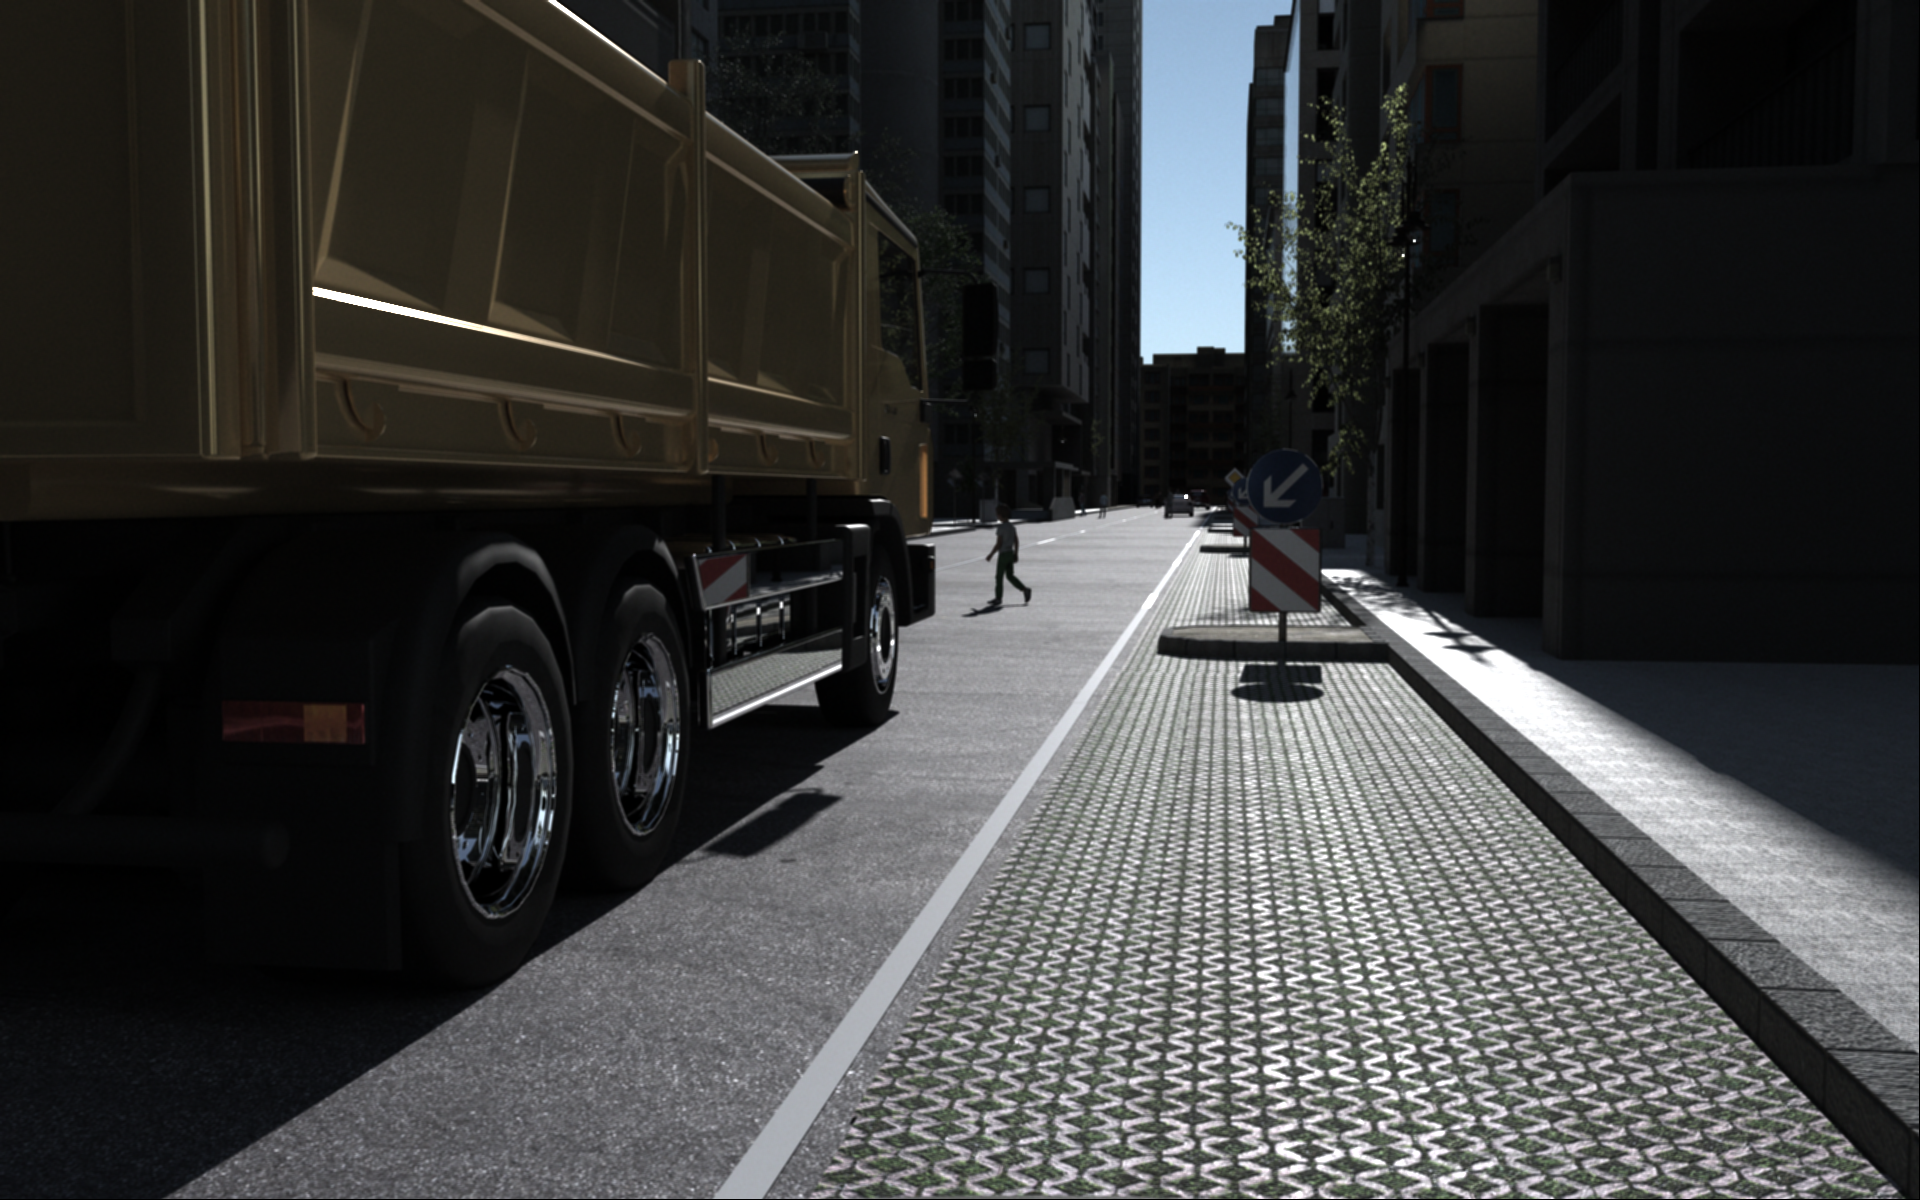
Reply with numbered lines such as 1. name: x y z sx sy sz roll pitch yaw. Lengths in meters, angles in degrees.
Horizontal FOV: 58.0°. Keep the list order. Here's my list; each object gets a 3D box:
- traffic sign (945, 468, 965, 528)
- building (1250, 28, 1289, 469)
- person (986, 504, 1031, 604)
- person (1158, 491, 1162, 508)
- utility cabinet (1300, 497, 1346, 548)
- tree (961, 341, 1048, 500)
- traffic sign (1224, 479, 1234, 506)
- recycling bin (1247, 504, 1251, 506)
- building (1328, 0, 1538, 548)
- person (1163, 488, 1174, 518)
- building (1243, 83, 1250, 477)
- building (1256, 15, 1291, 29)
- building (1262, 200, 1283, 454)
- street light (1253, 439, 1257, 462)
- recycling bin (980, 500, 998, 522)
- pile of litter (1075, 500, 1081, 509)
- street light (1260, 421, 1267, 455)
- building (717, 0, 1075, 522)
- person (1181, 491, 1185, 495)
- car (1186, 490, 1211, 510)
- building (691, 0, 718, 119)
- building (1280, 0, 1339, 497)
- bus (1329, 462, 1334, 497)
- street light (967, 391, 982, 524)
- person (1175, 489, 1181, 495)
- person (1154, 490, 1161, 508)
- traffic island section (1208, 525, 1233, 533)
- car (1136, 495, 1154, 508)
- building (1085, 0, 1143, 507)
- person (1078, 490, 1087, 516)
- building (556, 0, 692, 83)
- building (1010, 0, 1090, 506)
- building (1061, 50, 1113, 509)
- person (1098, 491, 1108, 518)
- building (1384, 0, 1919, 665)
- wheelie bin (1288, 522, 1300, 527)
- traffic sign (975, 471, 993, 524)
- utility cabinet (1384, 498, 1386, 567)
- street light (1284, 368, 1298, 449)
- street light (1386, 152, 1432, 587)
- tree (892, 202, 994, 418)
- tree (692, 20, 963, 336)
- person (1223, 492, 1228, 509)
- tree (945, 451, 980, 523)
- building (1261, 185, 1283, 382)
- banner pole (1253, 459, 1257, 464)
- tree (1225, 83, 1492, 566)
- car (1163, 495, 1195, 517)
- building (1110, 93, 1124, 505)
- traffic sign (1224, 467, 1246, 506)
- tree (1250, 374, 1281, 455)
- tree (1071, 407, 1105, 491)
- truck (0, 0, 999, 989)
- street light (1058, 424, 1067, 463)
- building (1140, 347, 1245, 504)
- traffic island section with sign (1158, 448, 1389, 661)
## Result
1. traffic sign: -0.198 -3.837 66.375 0.795 2.450 0.064 1 4 9
2. building: 33.247 -28.850 155.296 14.154 41.232 14.086 1 4 9
3. person: 0.636 -0.602 22.590 0.590 1.304 0.306 1 4 19
4. person: 20.878 -10.570 182.124 0.742 1.727 0.445 2 4 32
5. utility cabinet: 8.592 -1.827 41.034 1.020 1.237 0.306 0 4 1
6. tree: 1.953 -8.046 81.919 4.737 8.622 4.395 0 3 0
7. traffic sign: 11.478 -4.221 72.655 0.795 2.450 0.064 1 4 9
8. recycling bin: 23.146 -7.641 137.483 0.722 1.027 0.722 2 4 25
9. building: 25.095 -12.368 47.255 27.650 21.520 28.899 1 4 9
10. person: 12.417 -5.774 103.110 0.583 1.804 0.606 2 4 32
11. building: 42.966 -34.918 194.610 21.300 48.544 21.600 1 4 9
12. building: 39.867 -33.540 172.080 21.300 48.544 21.600 1 4 9
13. building: 24.671 -16.082 112.088 9.793 20.994 18.267 1 4 9
14. street light: 24.917 -10.608 146.234 0.468 5.910 1.993 1 4 9
15. recycling bin: 1.305 -4.063 78.983 0.722 1.027 0.722 -1 4 -10
16. pile of litter: 9.910 -8.172 147.577 1.176 0.858 1.719 2 4 29
17. street light: 18.787 -8.217 107.131 0.468 5.910 1.993 1 4 9
18. building: -10.089 -24.829 97.831 32.217 40.220 23.993 1 4 9
19. person: 24.790 -11.222 191.988 0.705 1.823 1.348 3 5 44
20. car: 21.697 -9.105 157.537 2.281 1.827 5.304 1 4 10
21. building: -16.282 -23.026 60.073 14.086 41.232 14.154 1 4 9
22. building: 32.217 -16.759 78.533 34.151 26.468 19.350 1 4 9
23. bus: 21.167 -4.428 67.262 13.247 3.499 2.948 0 4 7
24. street light: 0.597 -6.223 74.526 0.468 5.910 1.993 1 4 9
25. person: 17.328 -7.940 138.192 0.514 1.842 0.818 -3 5 -41
26. person: 19.692 -10.053 172.879 0.705 1.823 1.348 -1 4 -23
27. traffic island section: 10.297 -2.603 64.835 2.009 0.180 2.903 1 4 9
28. car: 19.575 -10.449 183.425 1.945 1.354 3.894 0 4 7
29. building: 11.708 -47.477 214.493 20.611 71.187 20.563 1 4 9
30. person: 7.897 -6.259 111.672 0.643 1.720 0.563 0 4 -7
31. building: -17.329 -24.485 24.024 21.300 48.544 21.600 1 4 9
32. building: -4.432 -33.114 130.657 28.713 52.752 27.495 1 4 9
33. building: 6.252 -28.901 156.128 14.154 41.232 14.086 1 4 9
34. person: 8.629 -5.745 104.236 0.589 1.601 0.330 -1 4 -14
35. building: 15.407 -35.223 14.142 20.563 71.187 20.611 1 4 9
36. wheelie bin: 11.431 -3.086 58.364 0.980 1.594 0.693 0 4 -7
37. traffic sign: 1.008 -4.320 74.269 0.795 2.450 0.064 1 4 9
38. utility cabinet: 7.802 -1.149 29.947 0.306 1.237 1.020 -2 4 -30
39. street light: 12.128 -5.557 63.644 0.468 5.910 1.993 1 4 9
40. street light: 6.140 -3.123 23.855 0.468 5.910 1.993 1 4 9
41. tree: -2.407 -8.126 58.619 9.928 11.665 9.643 0 3 0
42. tree: -5.015 -8.235 45.017 12.009 13.543 11.850 0 3 0
43. person: 25.626 -9.617 167.212 0.415 1.643 0.593 0 4 -6
44. tree: 0.398 -5.059 77.318 1.663 3.219 1.824 0 3 0
45. building: 29.608 -20.537 133.039 12.463 27.353 25.104 1 4 9
46. banner pole: 20.876 -8.114 122.686 0.401 3.779 0.863 2 4 24
47. tree: 7.106 -4.917 30.760 4.360 8.622 3.978 0 3 0
48. car: 14.124 -6.071 111.629 2.083 1.381 4.827 0 4 7
49. building: 10.628 -33.079 190.953 14.600 45.320 14.200 1 4 9
50. traffic sign: 10.272 -3.738 64.762 0.795 2.450 0.064 1 4 9
51. tree: 19.015 -9.252 101.632 4.737 8.622 4.395 0 3 0
52. tree: 10.083 -11.970 146.077 4.360 8.622 3.978 0 3 0
53. truck: -2.001 -0.785 8.760 3.469 3.379 9.791 1 4 9
54. street light: 6.704 -8.614 113.633 0.468 5.910 1.993 1 4 9
55. building: 35.291 -24.351 243.185 28.899 21.520 27.650 1 4 9
56. traffic island section with sign: 2.836 -0.443 15.864 1.989 1.847 2.006 1 4 9
